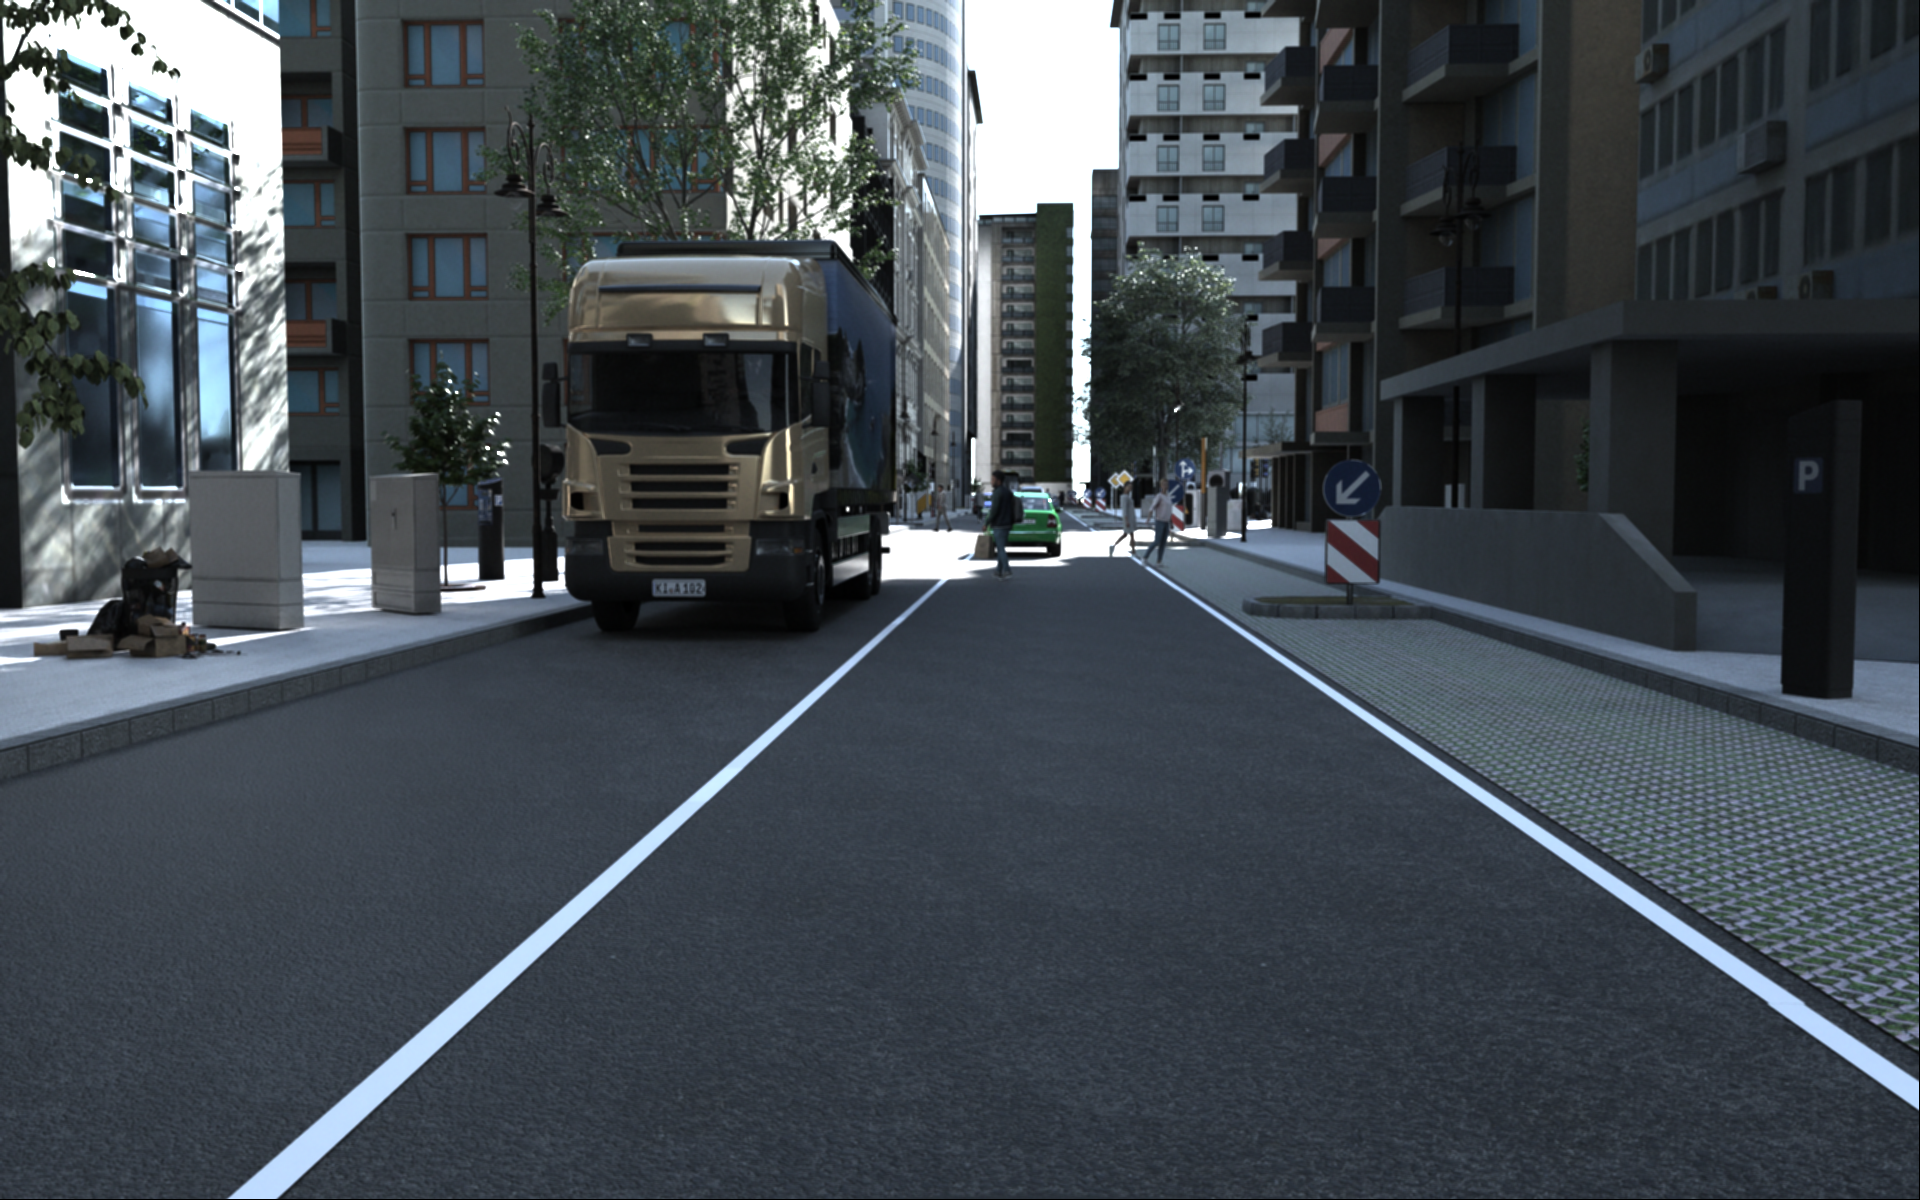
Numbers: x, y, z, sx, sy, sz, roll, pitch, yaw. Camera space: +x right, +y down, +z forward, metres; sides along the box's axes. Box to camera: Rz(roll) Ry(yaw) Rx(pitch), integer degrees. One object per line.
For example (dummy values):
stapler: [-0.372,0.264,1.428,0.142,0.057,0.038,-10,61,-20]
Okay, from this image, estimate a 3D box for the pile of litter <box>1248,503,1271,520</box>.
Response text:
pile of litter: [15.075,-4.491,87.388,1.719,0.858,1.176,3,5,39]

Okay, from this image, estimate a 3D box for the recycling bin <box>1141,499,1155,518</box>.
recycling bin: [10.119,-4.920,92.996,0.722,1.027,0.722,1,4,15]

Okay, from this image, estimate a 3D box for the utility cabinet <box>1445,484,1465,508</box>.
utility cabinet: [10.619,-1.747,37.240,0.318,1.500,1.173,1,4,22]

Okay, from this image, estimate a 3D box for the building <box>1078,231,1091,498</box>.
building: [31.472,-36.271,247.654,28.867,44.769,22.147,0,4,3]

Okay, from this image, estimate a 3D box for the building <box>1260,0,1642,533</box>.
building: [21.196,-24.390,53.401,22.147,44.769,28.867,0,4,3]

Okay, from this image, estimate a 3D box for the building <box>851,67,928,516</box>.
building: [-9.559,-19.567,107.313,14.401,28.519,23.554,0,4,3]

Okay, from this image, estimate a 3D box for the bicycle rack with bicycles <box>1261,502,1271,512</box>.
bicycle rack with bicycles: [19.500,-6.145,113.852,2.925,0.926,2.852,0,4,5]

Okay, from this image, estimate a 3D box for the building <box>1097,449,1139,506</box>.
building: [27.320,-53.999,195.556,22.319,86.520,31.000,0,4,3]

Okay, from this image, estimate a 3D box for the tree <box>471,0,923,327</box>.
tree: [-4.825,-6.503,32.077,9.928,11.665,9.643,0,3,0]

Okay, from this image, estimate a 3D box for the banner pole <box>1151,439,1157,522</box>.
banner pole: [8.867,-5.431,78.813,0.401,3.779,0.863,1,4,16]

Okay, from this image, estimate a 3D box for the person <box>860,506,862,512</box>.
person: [-4.192,-3.820,73.547,0.523,1.515,0.503,-2,4,-34]

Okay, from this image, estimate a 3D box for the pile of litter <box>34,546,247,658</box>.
pile of litter: [-6.629,0.005,13.890,1.719,0.858,1.176,2,4,30]

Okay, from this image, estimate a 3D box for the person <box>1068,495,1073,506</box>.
person: [12.886,-11.518,200.038,0.991,1.433,0.599,2,4,25]

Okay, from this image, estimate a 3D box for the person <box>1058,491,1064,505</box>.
person: [12.874,-12.910,219.583,0.705,1.823,1.348,3,4,37]

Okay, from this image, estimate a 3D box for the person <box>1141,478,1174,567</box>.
person: [3.794,-1.503,33.742,0.598,1.740,0.731,2,4,29]

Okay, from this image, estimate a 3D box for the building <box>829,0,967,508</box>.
building: [-10.412,-38.262,167.580,21.231,58.520,28.212,0,4,3]

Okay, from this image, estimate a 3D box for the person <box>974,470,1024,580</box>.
person: [0.635,-1.243,28.804,0.794,1.824,0.713,-3,5,-40]

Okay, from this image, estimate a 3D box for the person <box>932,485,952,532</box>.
person: [-0.664,-3.475,65.589,0.850,1.792,0.678,-2,4,-34]

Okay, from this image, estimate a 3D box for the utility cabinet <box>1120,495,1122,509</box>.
utility cabinet: [14.143,-8.589,151.588,0.306,1.237,1.020,0,4,4]

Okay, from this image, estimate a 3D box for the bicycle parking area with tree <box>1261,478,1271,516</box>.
bicycle parking area with tree: [21.143,-7.237,105.328,8.231,4.147,9.016,0,4,6]

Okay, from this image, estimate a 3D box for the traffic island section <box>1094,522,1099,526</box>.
traffic island section: [7.083,-3.440,78.532,2.009,0.180,2.903,0,4,3]

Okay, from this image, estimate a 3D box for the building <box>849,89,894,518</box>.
building: [-10.147,-15.789,87.820,12.332,23.373,15.834,0,4,3]

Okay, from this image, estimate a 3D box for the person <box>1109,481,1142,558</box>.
person: [3.738,-1.818,38.968,0.760,1.731,0.466,-1,4,-22]

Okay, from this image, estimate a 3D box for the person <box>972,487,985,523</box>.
person: [0.885,-4.710,85.698,0.709,1.800,0.728,0,4,-4]

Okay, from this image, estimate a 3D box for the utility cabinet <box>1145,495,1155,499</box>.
utility cabinet: [13.215,-6.647,119.841,0.306,1.237,1.020,-3,4,-37]

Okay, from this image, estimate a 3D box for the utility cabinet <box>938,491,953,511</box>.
utility cabinet: [-1.072,-7.432,130.188,1.173,1.500,0.318,0,4,6]

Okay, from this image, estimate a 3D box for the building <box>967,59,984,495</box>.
building: [-11.255,-38.264,214.847,27.495,52.752,28.713,0,4,3]

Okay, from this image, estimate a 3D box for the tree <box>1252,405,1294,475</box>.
tree: [26.166,-11.768,142.772,4.360,8.622,3.978,0,3,0]

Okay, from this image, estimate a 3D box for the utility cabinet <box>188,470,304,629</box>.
utility cabinet: [-6.794,-0.478,16.502,1.173,1.500,0.318,2,4,27]

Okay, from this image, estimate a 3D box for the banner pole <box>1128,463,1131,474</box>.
banner pole: [13.598,-9.172,139.972,0.401,3.779,0.863,-2,4,-24]

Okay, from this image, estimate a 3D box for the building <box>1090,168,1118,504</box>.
building: [23.508,-32.786,219.638,14.154,41.232,14.086,0,4,3]

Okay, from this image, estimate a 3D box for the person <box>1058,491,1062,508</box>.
person: [9.994,-10.072,173.631,0.568,1.767,0.683,-1,4,-15]

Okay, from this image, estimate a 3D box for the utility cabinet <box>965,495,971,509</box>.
utility cabinet: [0.587,-8.603,151.826,0.306,1.237,1.020,0,4,3]

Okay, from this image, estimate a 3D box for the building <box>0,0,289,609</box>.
building: [-20.033,-42.570,8.690,22.319,86.520,31.000,0,4,3]

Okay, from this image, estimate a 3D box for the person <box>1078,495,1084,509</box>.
person: [11.634,-9.400,165.381,0.799,1.438,0.628,0,4,5]

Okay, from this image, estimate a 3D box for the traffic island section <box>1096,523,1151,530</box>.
traffic island section: [6.715,-2.953,70.555,2.009,0.180,2.903,0,4,3]

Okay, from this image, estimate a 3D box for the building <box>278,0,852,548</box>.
building: [-19.310,-12.852,55.174,28.899,21.520,27.650,0,4,3]

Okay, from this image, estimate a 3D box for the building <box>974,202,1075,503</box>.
building: [9.030,-34.324,244.787,14.086,41.232,14.154,0,4,3]

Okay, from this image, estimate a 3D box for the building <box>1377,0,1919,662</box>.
building: [22.237,-20.013,19.090,32.217,40.220,23.993,0,4,3]

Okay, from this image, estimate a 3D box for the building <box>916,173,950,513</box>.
building: [-11.309,-20.317,136.703,19.350,26.468,34.151,0,4,3]

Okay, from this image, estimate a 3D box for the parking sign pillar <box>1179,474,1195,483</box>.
parking sign pillar: [18.431,-9.311,140.707,1.447,3.967,1.447,0,4,4]

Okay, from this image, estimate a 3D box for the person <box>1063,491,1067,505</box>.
person: [13.527,-13.338,226.560,1.348,1.826,0.705,2,4,23]

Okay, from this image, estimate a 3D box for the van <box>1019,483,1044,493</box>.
van: [3.996,-5.490,96.772,2.013,2.044,4.112,0,4,3]

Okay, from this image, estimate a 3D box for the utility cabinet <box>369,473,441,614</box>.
utility cabinet: [-6.028,-0.617,18.767,0.318,1.500,1.173,-3,5,-40]

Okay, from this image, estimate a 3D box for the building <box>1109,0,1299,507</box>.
building: [29.228,-35.354,167.276,28.713,52.752,27.495,0,4,3]

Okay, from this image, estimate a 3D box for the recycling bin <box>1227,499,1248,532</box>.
recycling bin: [9.459,-2.860,59.310,0.722,1.027,0.722,1,4,14]

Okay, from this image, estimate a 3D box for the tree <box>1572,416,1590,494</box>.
tree: [13.525,-2.585,36.874,1.663,3.219,1.824,0,3,0]

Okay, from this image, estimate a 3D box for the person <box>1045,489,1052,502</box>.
person: [6.472,-7.304,127.943,0.581,1.822,0.654,1,4,11]

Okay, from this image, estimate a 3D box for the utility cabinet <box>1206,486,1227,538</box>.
utility cabinet: [7.515,-2.571,50.714,0.318,1.500,1.173,2,4,24]

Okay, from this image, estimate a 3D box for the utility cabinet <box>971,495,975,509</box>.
utility cabinet: [1.058,-8.677,153.038,0.306,1.237,1.020,1,4,19]

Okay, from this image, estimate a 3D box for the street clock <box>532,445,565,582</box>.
street clock: [-6.037,-1.275,25.423,0.471,2.002,0.358,3,4,36]

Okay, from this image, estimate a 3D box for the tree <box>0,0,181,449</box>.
tree: [-5.828,-3.604,9.283,4.737,8.622,4.395,0,3,0]
